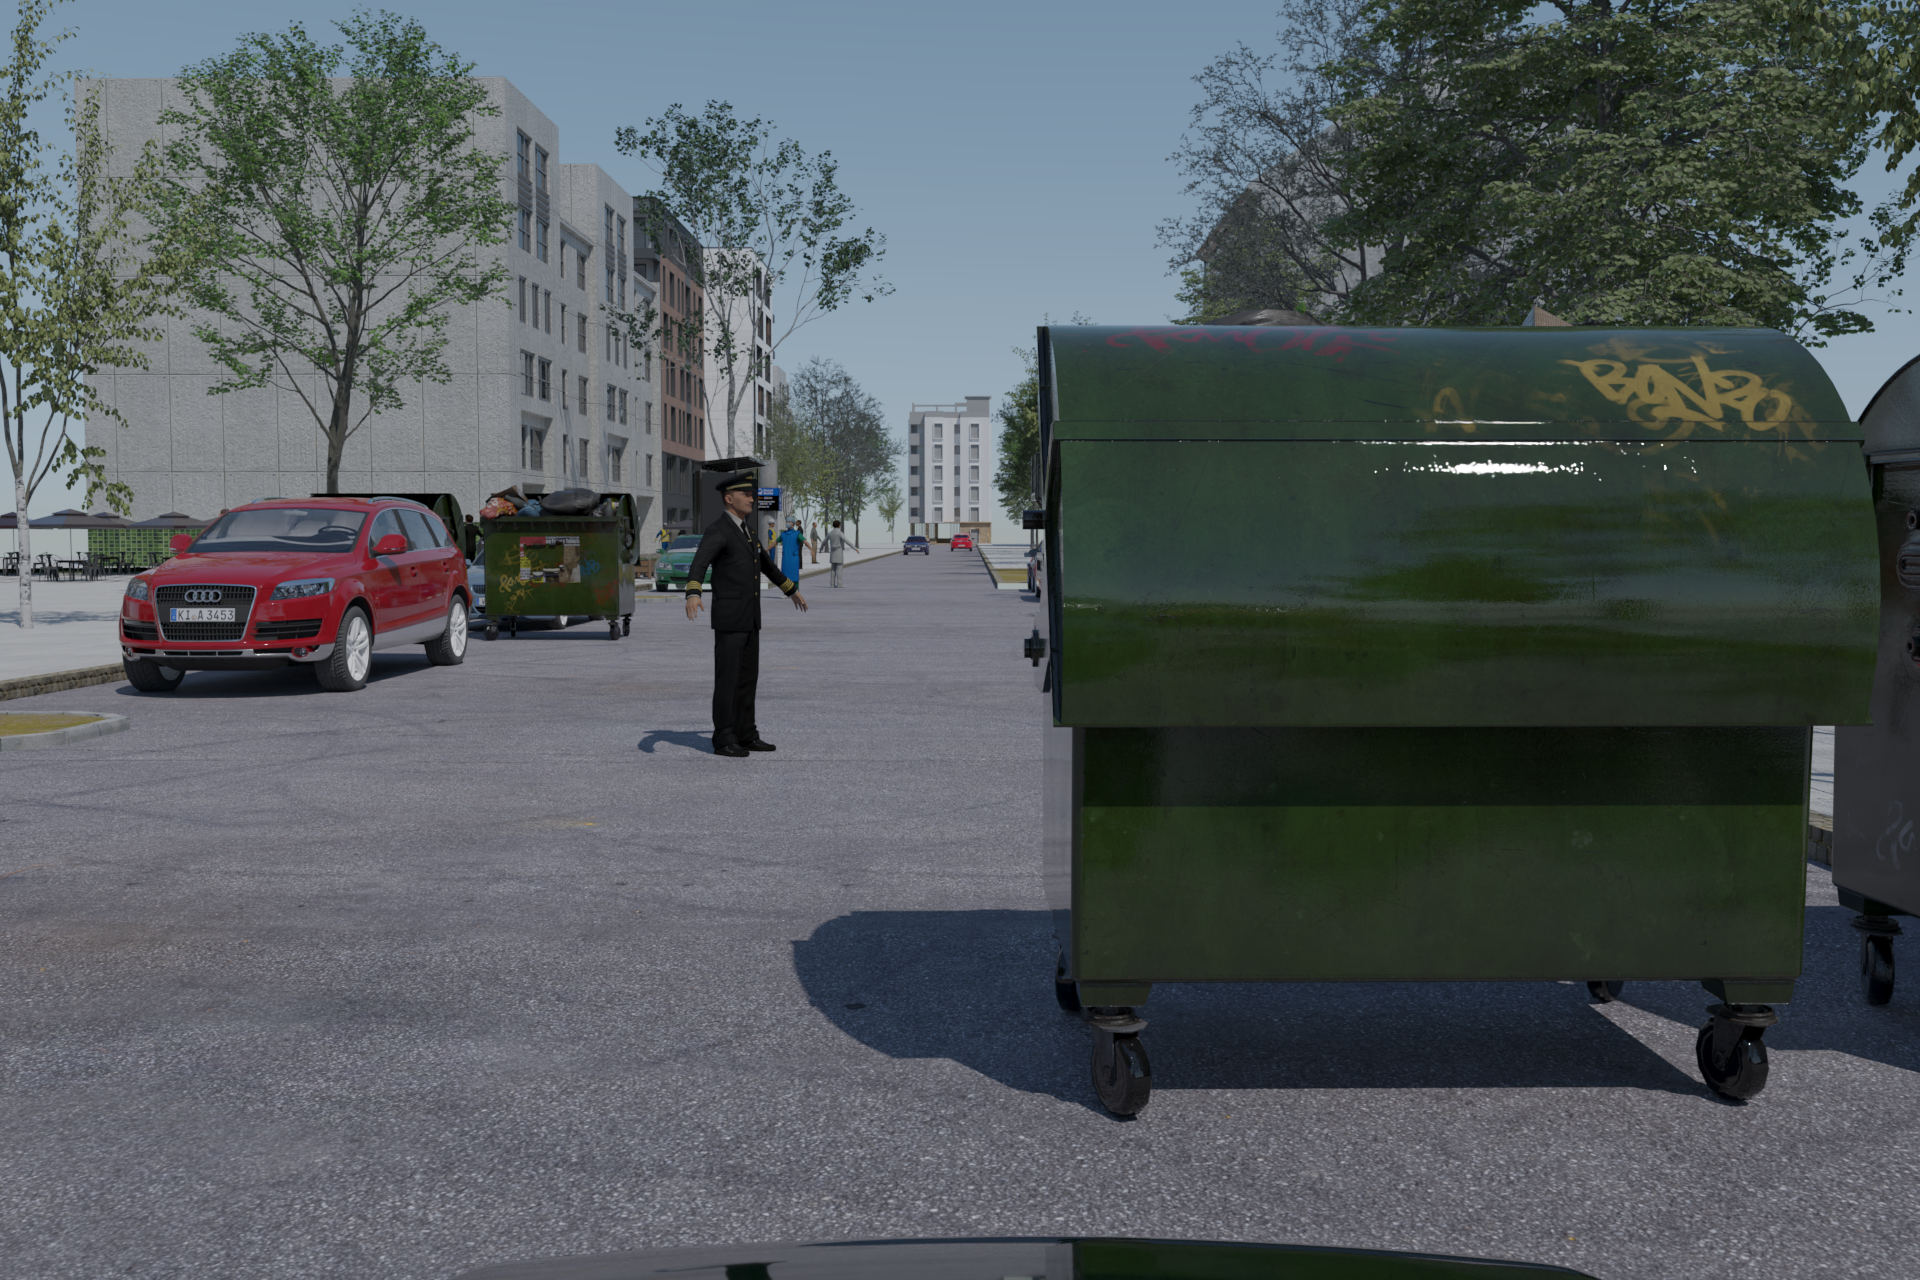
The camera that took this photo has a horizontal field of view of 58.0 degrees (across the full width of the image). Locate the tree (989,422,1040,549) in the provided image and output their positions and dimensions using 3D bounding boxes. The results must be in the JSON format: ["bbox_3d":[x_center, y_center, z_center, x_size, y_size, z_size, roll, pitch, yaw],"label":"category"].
[{"bbox_3d":[5.990,-11.975,130.206,8.767,10.594,7.601,2,4,30],"label":"tree"}]

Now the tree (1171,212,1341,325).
[{"bbox_3d":[10.640,-8.809,62.156,7.486,12.596,7.792,0,3,0],"label":"tree"}]

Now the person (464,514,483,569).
[{"bbox_3d":[-13.029,-2.431,45.935,0.705,1.806,1.347,2,4,33],"label":"person"}]

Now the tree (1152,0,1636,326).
[{"bbox_3d":[8.406,-7.567,34.098,12.009,13.543,11.850,0,3,0],"label":"tree"}]

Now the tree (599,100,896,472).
[{"bbox_3d":[-9.125,-13.348,74.129,12.611,20.169,13.585,0,3,0],"label":"tree"}]

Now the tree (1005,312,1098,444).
[{"bbox_3d":[3.654,-6.599,58.250,4.737,8.622,4.395,0,3,0],"label":"tree"}]

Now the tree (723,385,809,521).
[{"bbox_3d":[-9.024,-8.243,85.135,4.360,8.622,3.978,0,3,0],"label":"tree"}]

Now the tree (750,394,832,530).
[{"bbox_3d":[-9.470,-8.670,92.121,4.360,8.622,3.978,0,3,0],"label":"tree"}]

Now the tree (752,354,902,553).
[{"bbox_3d":[-9.121,-12.679,117.667,12.009,13.543,11.850,0,3,0],"label":"tree"}]

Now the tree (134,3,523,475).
[{"bbox_3d":[-12.378,-6.641,34.333,9.928,11.665,9.643,0,3,0],"label":"tree"}]

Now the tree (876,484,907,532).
[{"bbox_3d":[-9.200,-17.919,243.335,4.360,8.622,3.978,0,3,0],"label":"tree"}]

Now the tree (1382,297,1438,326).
[{"bbox_3d":[13.601,-6.254,52.612,4.737,8.622,4.395,0,3,0],"label":"tree"}]

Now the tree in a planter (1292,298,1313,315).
[{"bbox_3d":[2.644,-0.976,13.186,1.991,3.239,1.994,0,4,1],"label":"tree in a planter"}]

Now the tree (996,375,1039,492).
[{"bbox_3d":[5.664,-11.040,106.258,9.928,11.665,9.643,0,3,0],"label":"tree"}]

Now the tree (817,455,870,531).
[{"bbox_3d":[-15.877,-19.529,237.419,7.486,12.596,7.792,0,3,0],"label":"tree"}]

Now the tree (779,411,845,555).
[{"bbox_3d":[-9.158,-9.369,103.553,4.737,8.622,4.395,0,3,0],"label":"tree"}]

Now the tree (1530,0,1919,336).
[{"bbox_3d":[24.469,-12.183,55.083,12.611,20.169,13.585,0,3,0],"label":"tree"}]

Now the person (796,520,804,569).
[{"bbox_3d":[-5.867,-3.467,62.914,0.704,1.802,1.346,0,4,4],"label":"person"}]

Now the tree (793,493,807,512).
[{"bbox_3d":[-24.773,-19.388,242.753,9.928,11.665,9.643,0,3,0],"label":"tree"}]

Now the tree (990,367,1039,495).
[{"bbox_3d":[5.586,-9.357,87.391,7.601,10.594,8.767,2,4,26],"label":"tree"}]

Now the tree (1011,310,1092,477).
[{"bbox_3d":[5.646,-8.471,72.915,7.601,10.594,8.767,0,4,1],"label":"tree"}]

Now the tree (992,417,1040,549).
[{"bbox_3d":[6.496,-14.065,148.089,7.486,12.596,7.792,0,3,0],"label":"tree"}]

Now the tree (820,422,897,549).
[{"bbox_3d":[-9.164,-13.818,151.673,9.928,11.665,9.643,0,3,0],"label":"tree"}]

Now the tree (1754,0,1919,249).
[{"bbox_3d":[8.266,-3.865,13.558,4.737,8.622,4.395,0,3,0],"label":"tree"}]

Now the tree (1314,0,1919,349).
[{"bbox_3d":[8.395,-6.399,22.758,7.486,12.596,7.792,0,3,0],"label":"tree"}]

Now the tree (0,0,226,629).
[{"bbox_3d":[-12.450,-4.457,23.228,4.737,8.622,4.395,0,3,0],"label":"tree"}]

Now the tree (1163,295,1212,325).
[{"bbox_3d":[7.924,-6.287,53.154,4.360,8.622,3.978,0,3,0],"label":"tree"}]

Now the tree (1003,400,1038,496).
[{"bbox_3d":[6.514,-11.801,118.697,9.928,11.665,9.643,0,3,0],"label":"tree"}]

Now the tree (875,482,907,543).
[{"bbox_3d":[-9.475,-17.474,236.066,4.737,8.622,4.395,0,3,0],"label":"tree"}]

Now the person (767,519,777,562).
[{"bbox_3d":[-5.946,-2.999,55.500,0.721,1.772,1.216,0,4,-1],"label":"person"}]

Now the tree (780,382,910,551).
[{"bbox_3d":[-9.065,-13.759,135.333,12.009,13.543,11.850,0,3,0],"label":"tree"}]
